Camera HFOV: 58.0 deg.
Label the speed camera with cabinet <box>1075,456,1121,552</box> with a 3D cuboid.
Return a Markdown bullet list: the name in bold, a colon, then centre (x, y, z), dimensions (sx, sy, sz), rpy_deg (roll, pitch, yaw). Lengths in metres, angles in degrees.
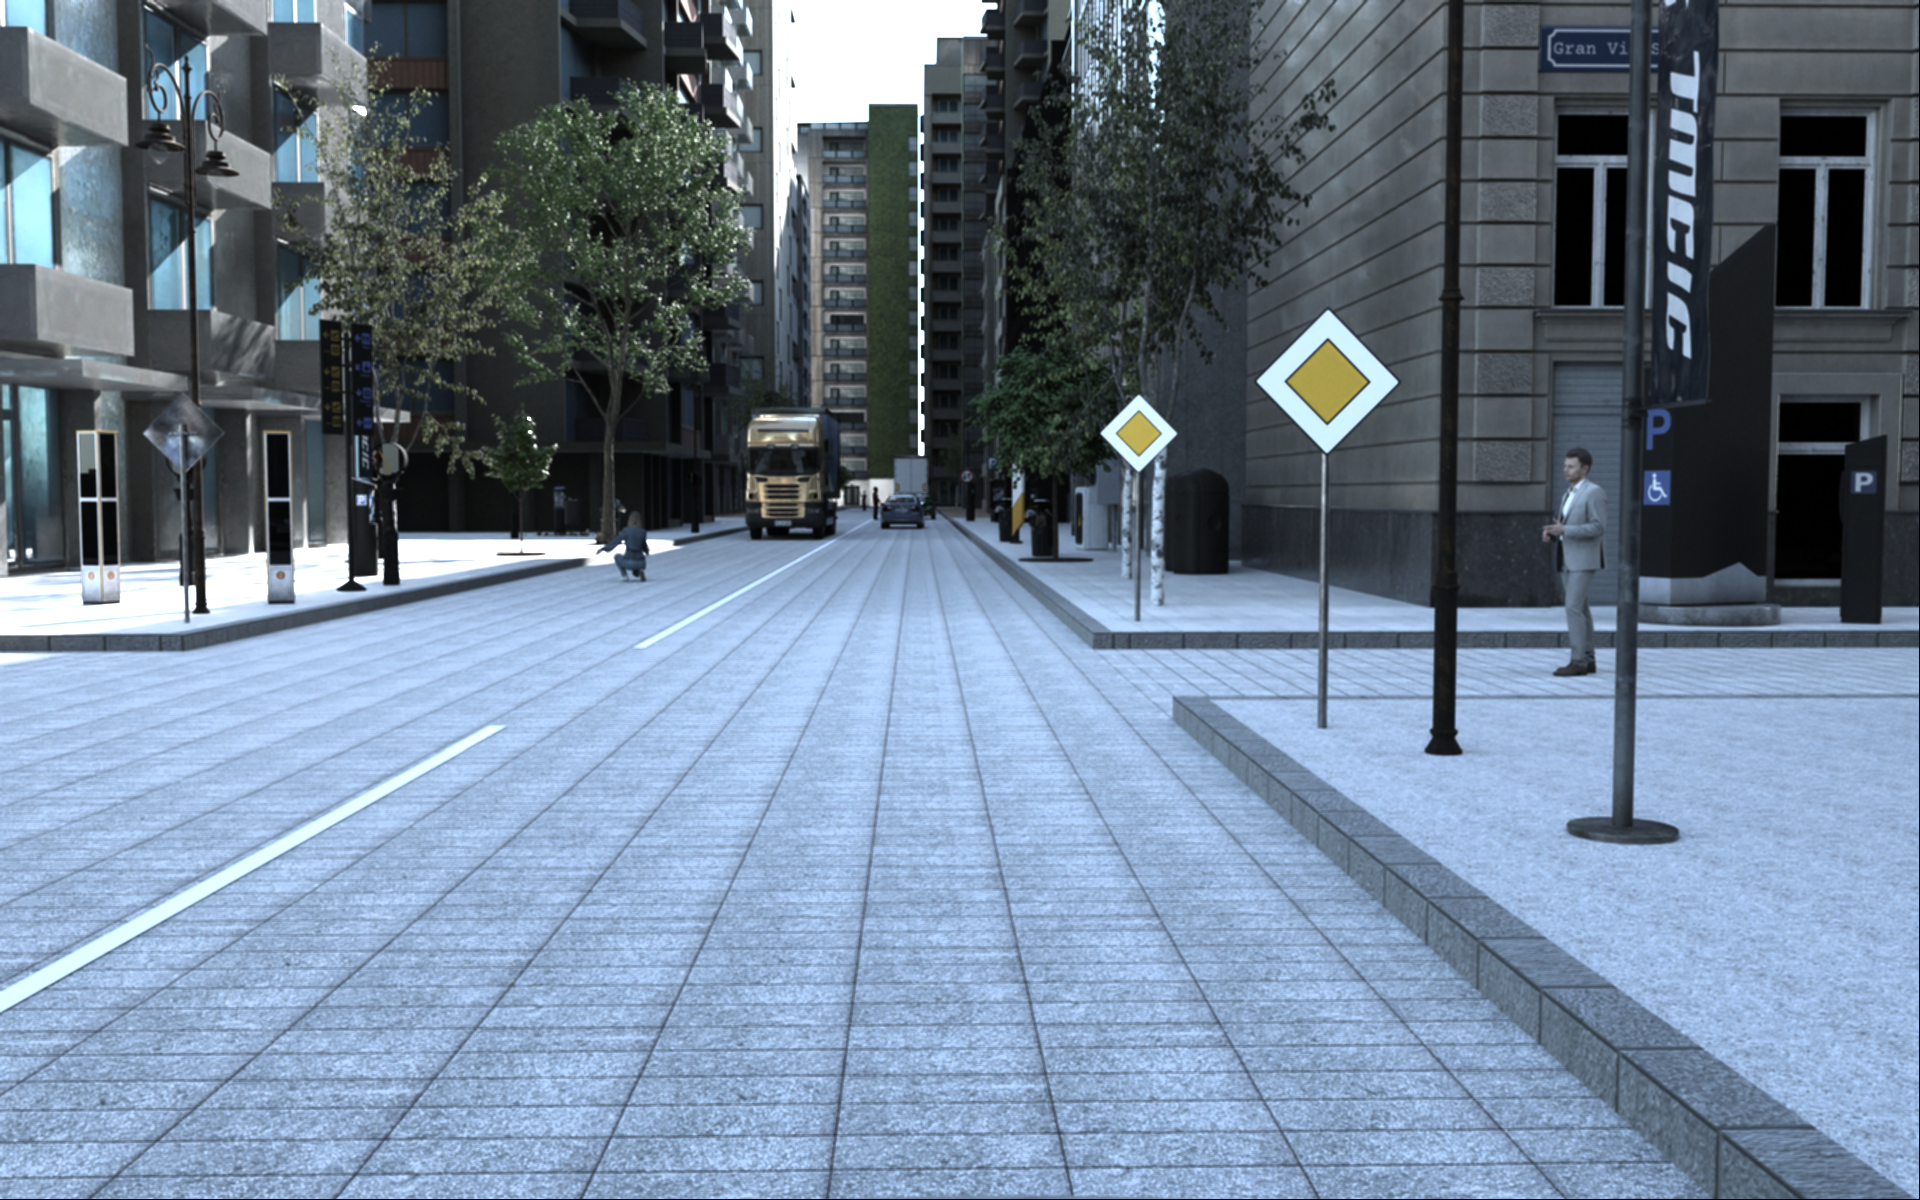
- **speed camera with cabinet**: centre (3.110, -2.748, 39.261), dimensions (0.660, 3.252, 2.038), rpy_deg (-1, 4, -10)

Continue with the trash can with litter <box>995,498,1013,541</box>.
- **trash can with litter**: centre (1.245, -2.175, 46.953), dimensions (0.624, 1.170, 1.055), rpy_deg (0, 4, 1)

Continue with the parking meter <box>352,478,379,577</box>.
- **parking meter**: centre (-9.293, -1.140, 27.055), dimensions (0.372, 1.533, 0.369), rpy_deg (0, 3, 0)

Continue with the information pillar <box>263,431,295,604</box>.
- **information pillar**: centre (-7.972, -0.965, 20.278), dimensions (0.304, 2.012, 0.304), rpy_deg (-1, 4, -22)

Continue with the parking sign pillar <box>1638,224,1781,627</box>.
- **parking sign pillar**: centre (7.472, -1.765, 17.327), dimensions (1.447, 3.967, 1.447), rpy_deg (-2, 4, -24)

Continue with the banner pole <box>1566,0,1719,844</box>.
- **banner pole**: centre (2.502, -0.989, 6.189), dimensions (0.401, 3.779, 0.863), rpy_deg (0, 4, -1)

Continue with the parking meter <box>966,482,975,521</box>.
- **parking meter**: centre (0.516, -4.708, 82.690), dimensions (0.255, 1.863, 0.399), rpy_deg (3, 5, 40)

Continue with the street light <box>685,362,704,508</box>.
- **street light**: centre (-9.059, -5.288, 59.254), dimensions (0.468, 5.910, 1.993), rpy_deg (0, 4, -1)

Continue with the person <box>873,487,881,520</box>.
- **person**: centre (-4.651, -5.375, 96.342), dimensions (0.705, 1.831, 1.348), rpy_deg (-1, 4, -15)

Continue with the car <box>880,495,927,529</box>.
- **car**: centre (-2.410, -3.744, 73.221), dimensions (2.014, 1.417, 4.499), rpy_deg (0, 4, 0)

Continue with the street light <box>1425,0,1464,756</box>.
- **street light**: centre (2.396, -2.178, 8.405), dimensions (0.468, 5.910, 1.993), rpy_deg (0, 4, -1)

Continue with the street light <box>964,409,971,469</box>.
- **street light**: centre (0.427, -7.293, 92.022), dimensions (0.468, 5.910, 1.993), rpy_deg (0, 4, -1)

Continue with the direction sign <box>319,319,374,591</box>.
- **direction sign**: centre (-8.084, -1.891, 22.907), dimensions (0.379, 3.537, 0.876), rpy_deg (2, 4, 27)

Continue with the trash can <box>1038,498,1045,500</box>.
- **trash can**: centre (3.140, -3.622, 70.878), dimensions (0.748, 1.137, 0.748), rpy_deg (0, 3, 0)

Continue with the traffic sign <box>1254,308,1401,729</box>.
- **traffic sign**: centre (1.983, -0.354, 9.431), dimensions (0.795, 2.450, 0.064), rpy_deg (0, 4, -1)

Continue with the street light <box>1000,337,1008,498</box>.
- **street light**: centre (1.345, -4.795, 51.183), dimensions (0.468, 5.910, 1.993), rpy_deg (0, 4, -1)

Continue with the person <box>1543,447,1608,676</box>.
- **person**: centre (4.841, -0.311, 13.788), dimensions (0.583, 1.804, 0.606), rpy_deg (-1, 4, -11)

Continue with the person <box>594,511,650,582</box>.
- **person**: centre (-5.491, -0.883, 28.428), dimensions (1.012, 1.151, 0.738), rpy_deg (-2, 4, -26)

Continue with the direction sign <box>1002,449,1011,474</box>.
- **direction sign**: centre (2.085, -4.690, 68.683), dimensions (0.876, 3.537, 0.379), rpy_deg (2, 4, 25)

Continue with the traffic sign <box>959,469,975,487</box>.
- **traffic sign**: centre (0.349, -5.287, 86.548), dimensions (0.768, 2.556, 0.104), rpy_deg (0, 4, 5)

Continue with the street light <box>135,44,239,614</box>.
- **street light**: centre (-8.150, -2.791, 18.427), dimensions (0.468, 5.910, 1.993), rpy_deg (0, 4, -1)

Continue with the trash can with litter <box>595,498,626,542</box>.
- **trash can with litter**: centre (-9.235, -2.094, 45.626), dimensions (0.624, 1.170, 1.055), rpy_deg (0, 4, 5)

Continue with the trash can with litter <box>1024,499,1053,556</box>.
- **trash can with litter**: centre (1.702, -1.506, 36.010), dimensions (0.624, 1.170, 1.055), rpy_deg (1, 4, 10)

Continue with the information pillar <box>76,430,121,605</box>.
- **information pillar**: centre (-10.004, -0.956, 20.125), dimensions (0.304, 2.012, 0.304), rpy_deg (1, 4, 16)

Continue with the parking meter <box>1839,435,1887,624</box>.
- **parking meter**: centre (8.956, -0.703, 17.210), dimensions (0.399, 1.863, 0.255), rpy_deg (2, 4, 31)

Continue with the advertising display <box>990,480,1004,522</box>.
- **advertising display**: centre (1.718, -4.495, 78.701), dimensions (0.123, 1.923, 0.974), rpy_deg (3, 5, 40)

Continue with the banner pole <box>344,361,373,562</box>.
- **banner pole**: centre (-11.359, -2.619, 32.830), dimensions (0.401, 3.779, 0.863), rpy_deg (1, 4, 15)

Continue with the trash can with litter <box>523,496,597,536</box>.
- **trash can with litter**: centre (-12.264, -2.578, 53.202), dimensions (2.233, 1.210, 1.678), rpy_deg (0, 4, 1)

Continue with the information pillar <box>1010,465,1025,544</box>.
- **information pillar**: centre (1.506, -3.275, 44.905), dimensions (0.183, 3.616, 0.504), rpy_deg (-2, 4, -31)

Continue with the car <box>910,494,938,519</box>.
- **car**: centre (-2.306, -5.364, 99.503), dimensions (2.131, 1.459, 4.920), rpy_deg (0, 4, -1)

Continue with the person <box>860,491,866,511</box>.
- **person**: centre (-8.439, -8.618, 150.214), dimensions (0.742, 1.727, 0.445), rpy_deg (1, 4, 23)

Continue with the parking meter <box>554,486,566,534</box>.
- **parking meter**: centre (-12.830, -2.881, 55.518), dimensions (0.372, 1.533, 0.369), rpy_deg (0, 3, 0)

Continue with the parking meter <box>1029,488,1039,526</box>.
- **parking meter**: centre (2.987, -3.766, 69.981), dimensions (0.372, 1.533, 0.369), rpy_deg (0, 3, 0)
